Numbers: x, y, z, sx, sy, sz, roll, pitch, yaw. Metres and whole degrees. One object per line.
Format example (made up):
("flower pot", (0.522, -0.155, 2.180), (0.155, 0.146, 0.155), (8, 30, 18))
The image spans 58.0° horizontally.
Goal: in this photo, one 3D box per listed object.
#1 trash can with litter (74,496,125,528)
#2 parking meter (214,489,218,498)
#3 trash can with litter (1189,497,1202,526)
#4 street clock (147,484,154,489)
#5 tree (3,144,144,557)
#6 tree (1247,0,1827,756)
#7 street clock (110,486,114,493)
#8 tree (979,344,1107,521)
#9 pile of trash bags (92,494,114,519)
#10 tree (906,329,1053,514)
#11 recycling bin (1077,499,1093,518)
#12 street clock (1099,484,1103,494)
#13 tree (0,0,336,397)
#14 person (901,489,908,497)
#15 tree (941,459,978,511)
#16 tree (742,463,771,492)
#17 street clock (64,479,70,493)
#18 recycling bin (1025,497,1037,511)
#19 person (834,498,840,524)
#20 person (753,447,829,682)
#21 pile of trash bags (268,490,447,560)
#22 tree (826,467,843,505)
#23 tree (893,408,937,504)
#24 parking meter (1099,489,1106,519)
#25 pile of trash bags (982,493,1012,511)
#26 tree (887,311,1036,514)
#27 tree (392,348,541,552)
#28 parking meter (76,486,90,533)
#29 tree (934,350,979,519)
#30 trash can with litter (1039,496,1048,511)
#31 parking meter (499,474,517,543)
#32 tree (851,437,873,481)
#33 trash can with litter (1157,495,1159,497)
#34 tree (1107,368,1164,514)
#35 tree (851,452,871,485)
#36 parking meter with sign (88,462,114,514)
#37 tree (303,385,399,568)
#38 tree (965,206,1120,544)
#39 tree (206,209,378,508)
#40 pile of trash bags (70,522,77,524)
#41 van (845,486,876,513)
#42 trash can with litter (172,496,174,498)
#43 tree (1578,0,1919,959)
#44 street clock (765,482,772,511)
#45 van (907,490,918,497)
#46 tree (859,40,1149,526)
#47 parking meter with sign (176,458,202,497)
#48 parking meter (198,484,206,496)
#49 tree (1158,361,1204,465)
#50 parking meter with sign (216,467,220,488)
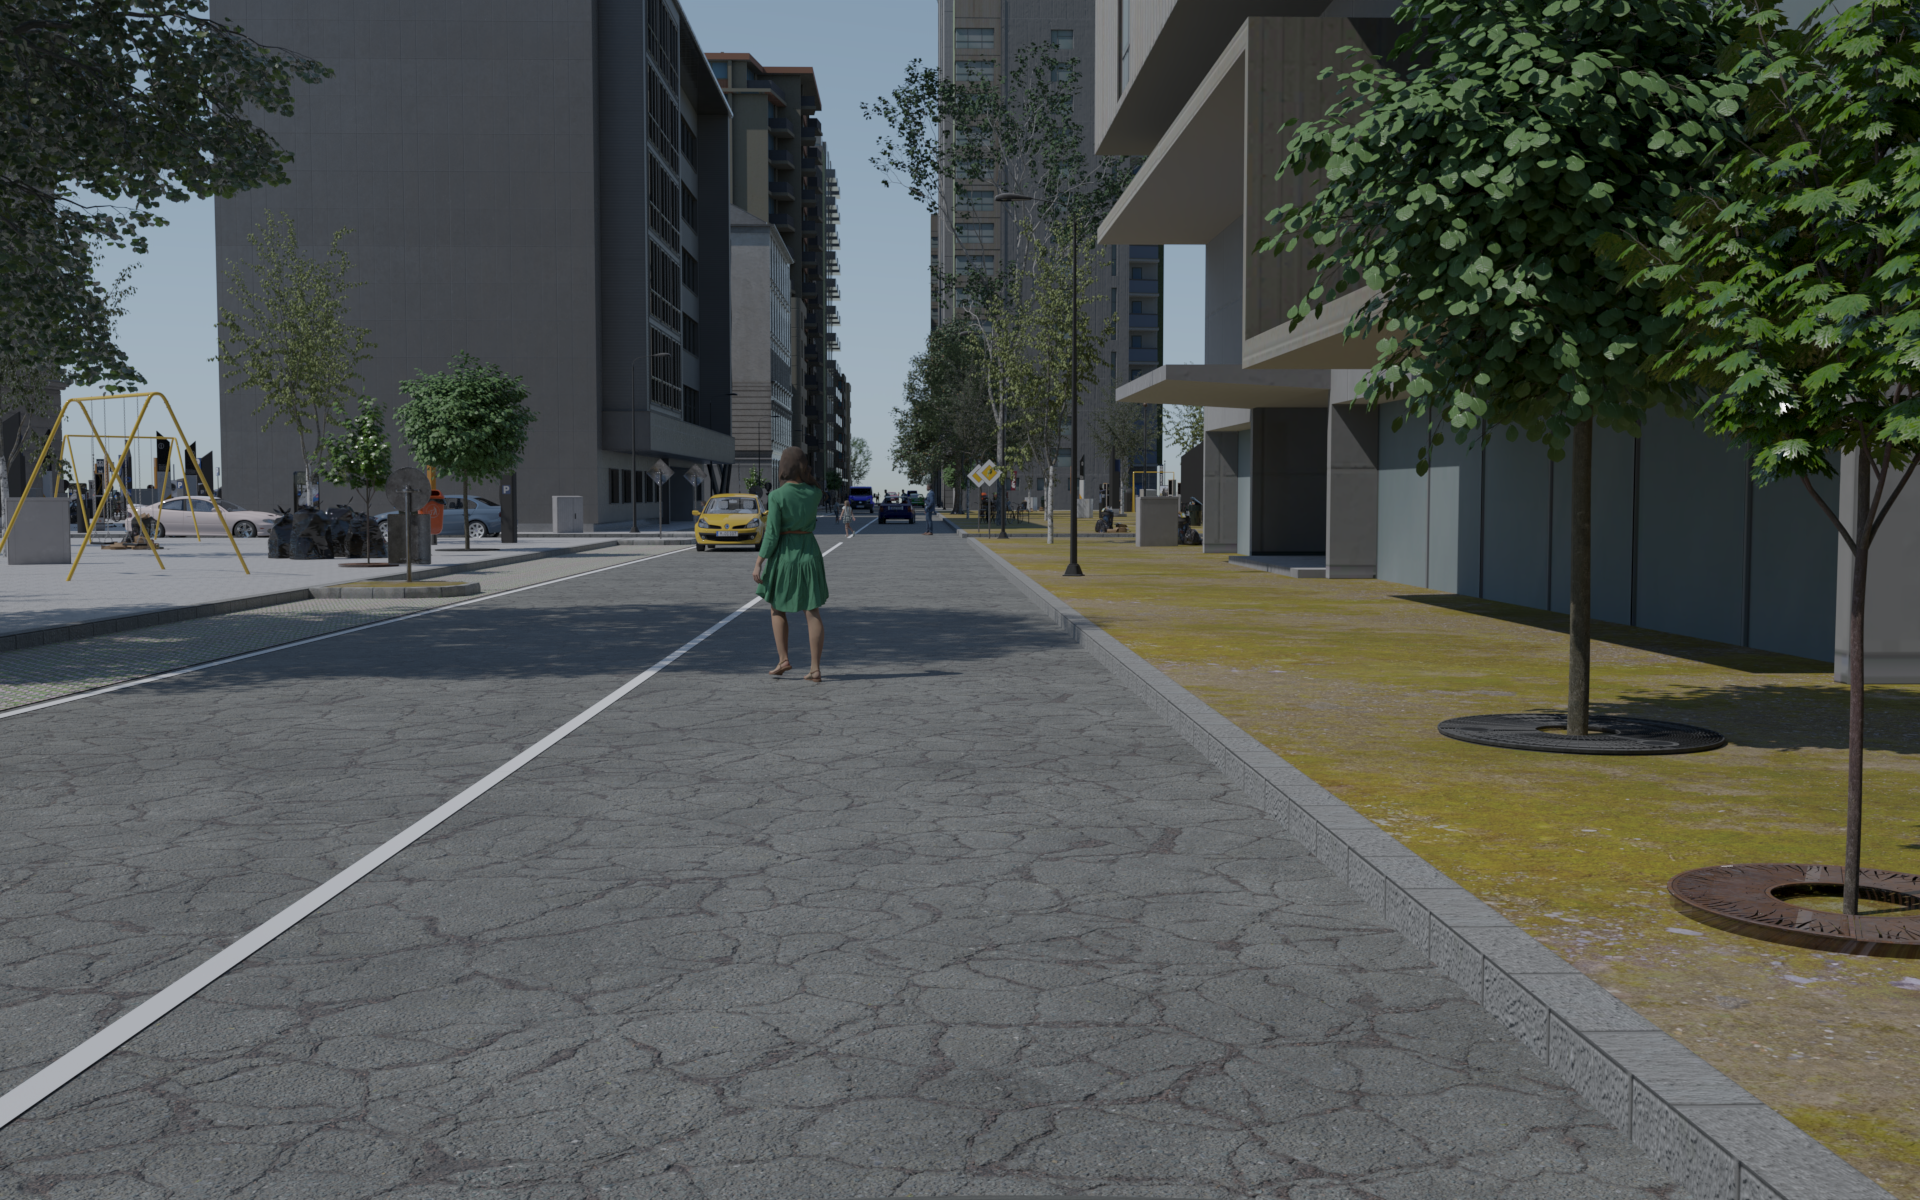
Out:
("trash can with litter", (-32.832, -3.390, 66.484), (2.233, 1.210, 1.678), (-2, 4, -31))
("parking meter", (-37.392, -4.824, 87.286), (0.372, 1.533, 0.369), (0, 3, 0))
("trash can with litter", (9.635, -3.528, 69.074), (1.055, 1.170, 0.624), (1, 4, 9))
("street clock", (-60.952, -7.700, 130.464), (0.358, 2.002, 0.471), (3, 5, 41))
("tree", (-19.121, -5.171, 34.914), (4.360, 8.622, 3.978), (0, 3, 0))
("tree", (3.230, -1.554, 9.121), (4.285, 4.588, 4.351), (0, 3, 0))
("street clock", (-64.496, -7.764, 131.507), (0.358, 2.002, 0.471), (1, 4, 16))
("tree", (3.975, -8.132, 83.317), (4.360, 8.622, 3.978), (0, 3, 0))
("pile of trash bags", (-44.727, -4.873, 89.427), (1.912, 1.369, 3.447), (-2, 4, -35))
("tree", (1.201, -9.963, 97.313), (8.767, 10.594, 7.601), (0, 4, -1))
("recycling bin", (6.621, -4.840, 91.693), (0.722, 1.027, 0.722), (1, 4, 17))
("street clock", (9.920, -7.140, 121.314), (0.358, 2.002, 0.471), (1, 4, 21))
("tree", (-10.219, -6.629, 15.044), (9.857, 13.997, 8.962), (0, 3, 0))
("person", (-4.004, -7.061, 124.302), (0.623, 1.781, 0.721), (1, 4, 13))
("tree", (0.121, -9.250, 134.949), (4.285, 4.588, 4.351), (0, 3, 0))
("tree", (-13.039, -7.026, 109.474), (1.663, 3.219, 1.824), (0, 3, 0))
("street clock", (-43.922, -4.916, 84.954), (0.471, 2.002, 0.358), (-1, 4, -16))
("recycling bin", (5.425, -7.323, 132.279), (0.722, 1.027, 0.722), (2, 4, 28))
("person", (-5.854, -4.250, 82.676), (0.352, 1.250, 0.332), (1, 4, 16))
("person", (-1.268, -0.279, 13.308), (0.600, 1.795, 0.529), (-3, 5, -41))
("pile of trash bags", (-12.146, -1.552, 35.122), (3.447, 1.369, 1.912), (-2, 4, -33))
("tree", (-15.573, -13.775, 208.926), (4.285, 4.588, 4.351), (0, 3, 0))
("tree", (-3.307, -19.012, 217.504), (9.857, 13.997, 8.962), (0, 3, 0))
("parking meter", (7.476, -5.040, 90.813), (0.372, 1.533, 0.369), (0, 3, 0))
("pile of trash bags", (2.410, -7.243, 128.170), (1.912, 1.369, 3.447), (-2, 4, -29))
("tree", (-0.049, -11.742, 108.988), (9.611, 12.733, 9.660), (0, 3, 0))
("tree", (-11.142, -3.399, 39.289), (4.285, 4.588, 4.351), (0, 3, 0))
("parking meter", (-28.833, -2.969, 56.949), (0.372, 1.533, 0.369), (0, 3, 0))
("tree", (0.534, -8.485, 89.085), (4.360, 8.622, 3.978), (0, 3, 0))
("trash can with litter", (6.283, -7.235, 129.685), (0.624, 1.170, 1.055), (1, 4, 18))
("parking meter", (-11.803, -2.419, 45.258), (0.399, 1.863, 0.255), (1, 4, 12))
("tree", (-18.316, -22.376, 291.602), (9.928, 11.665, 9.643), (0, 3, 0))
("trash can with litter", (14.821, -7.349, 131.208), (1.678, 1.210, 2.233), (-2, 4, -33))
("tree", (9.793, -9.272, 101.959), (4.360, 8.622, 3.978), (0, 3, 0))
("tree", (-16.799, -20.160, 279.978), (4.737, 8.622, 4.395), (0, 3, 0))
("parking meter with sign", (-46.737, -5.961, 93.731), (1.738, 3.016, 0.543), (0, 4, -7))
("tree", (-10.470, -2.210, 30.739), (1.663, 3.219, 1.824), (0, 3, 0))
("tree", (2.293, -5.779, 44.853), (4.737, 8.622, 4.395), (0, 3, 0))
("tree", (-16.921, -5.765, 44.613), (4.737, 8.622, 4.395), (0, 3, 0))
("pile of trash bags", (-39.618, -3.954, 74.404), (3.447, 1.369, 1.912), (-2, 4, -31))
("van", (-7.413, -7.668, 129.754), (2.240, 2.365, 5.245), (0, 4, -2))
("trash can with litter", (-41.374, -4.907, 91.283), (2.233, 1.210, 1.678), (0, 4, 8))
("tree", (2.679, -0.639, 5.048), (1.663, 3.219, 1.824), (0, 3, 0))
("street clock", (-11.812, -6.251, 106.767), (0.358, 2.002, 0.471), (-3, 5, -44))
("van", (-7.817, -17.035, 282.904), (2.240, 2.365, 5.245), (0, 4, -2))
("tree", (3.069, -13.132, 70.599), (12.611, 20.169, 13.585), (0, 3, 0))
("parking meter with sign", (-36.880, -5.268, 82.385), (0.543, 3.016, 1.738), (1, 4, 19))
("parking meter", (-41.346, -5.423, 94.376), (0.255, 1.863, 0.399), (3, 5, 43))
("tree", (13.098, -8.858, 95.186), (4.737, 8.622, 4.395), (0, 3, 0))
("parking meter with sign", (-48.823, -7.079, 111.999), (1.738, 3.016, 0.543), (-3, 5, -40))
